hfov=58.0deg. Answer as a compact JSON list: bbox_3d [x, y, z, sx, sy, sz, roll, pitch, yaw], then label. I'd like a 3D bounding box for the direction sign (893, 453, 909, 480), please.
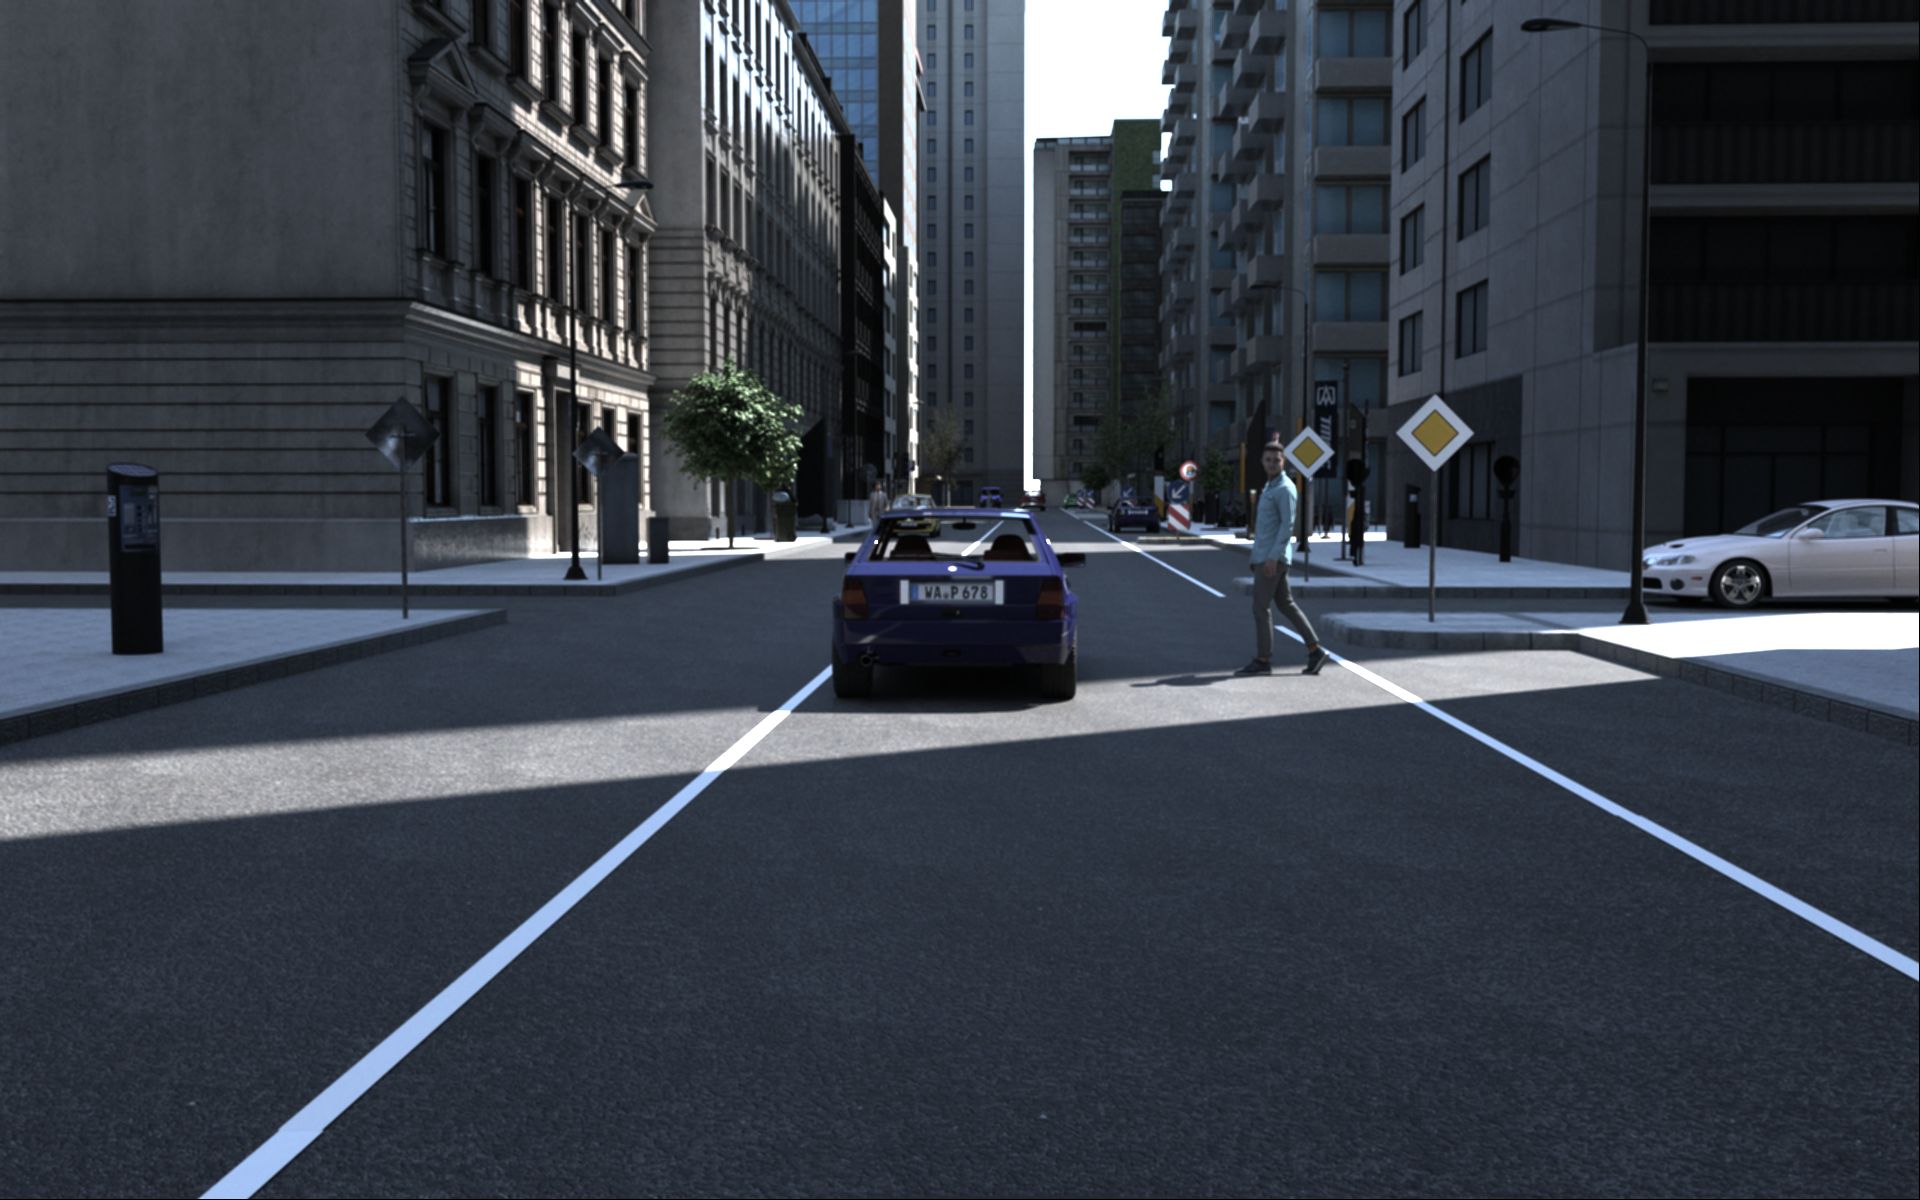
[{"bbox_3d":[-3.216,-6.307,95.119,0.876,3.537,0.379,-1,4,-11],"label":"direction sign"}]

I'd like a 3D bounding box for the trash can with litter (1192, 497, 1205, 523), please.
[{"bbox_3d":[10.873,-4.024,77.183,1.055,1.170,0.624,1,4,11],"label":"trash can with litter"}]

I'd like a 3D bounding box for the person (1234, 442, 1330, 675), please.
[{"bbox_3d":[2.550,-0.325,13.674,0.748,1.841,0.638,1,4,11],"label":"person"}]

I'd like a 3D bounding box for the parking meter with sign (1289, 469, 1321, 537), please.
[{"bbox_3d":[10.271,-3.411,52.037,0.543,3.016,1.738,-2,4,-29],"label":"parking meter with sign"}]

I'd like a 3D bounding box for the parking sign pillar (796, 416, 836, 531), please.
[{"bbox_3d":[-5.065,-4.400,60.414,1.447,3.967,1.447,3,4,36],"label":"parking sign pillar"}]

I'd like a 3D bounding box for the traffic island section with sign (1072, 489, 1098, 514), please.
[{"bbox_3d":[9.463,-7.271,127.504,1.989,1.847,2.006,0,4,2],"label":"traffic island section with sign"}]

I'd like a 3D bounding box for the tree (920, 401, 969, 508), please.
[{"bbox_3d":[-1.286,-11.394,136.647,4.360,8.622,3.978,0,3,0],"label":"tree"}]

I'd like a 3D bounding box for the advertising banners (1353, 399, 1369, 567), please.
[{"bbox_3d":[7.296,-2.155,31.429,0.090,3.025,2.074,1,4,19],"label":"advertising banners"}]

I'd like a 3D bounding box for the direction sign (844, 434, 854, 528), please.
[{"bbox_3d":[-4.228,-4.534,66.125,0.379,3.537,0.876,1,4,15],"label":"direction sign"}]

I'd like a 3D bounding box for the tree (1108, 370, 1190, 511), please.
[{"bbox_3d":[11.660,-9.354,103.292,4.737,8.622,4.395,0,3,0],"label":"tree"}]

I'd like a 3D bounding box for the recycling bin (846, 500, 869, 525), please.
[{"bbox_3d":[-4.145,-3.588,71.210,0.722,1.027,0.722,1,4,10],"label":"recycling bin"}]

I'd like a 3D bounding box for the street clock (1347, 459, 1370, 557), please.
[{"bbox_3d":[8.130,-1.892,35.509,0.471,2.002,0.358,3,5,41],"label":"street clock"}]

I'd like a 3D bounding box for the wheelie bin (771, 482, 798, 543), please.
[{"bbox_3d":[-4.676,-2.331,46.020,0.693,1.594,0.980,-1,4,-14],"label":"wheelie bin"}]

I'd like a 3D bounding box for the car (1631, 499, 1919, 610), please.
[{"bbox_3d":[11.169,-0.607,22.283,4.827,1.381,2.083,0,4,2],"label":"car"}]

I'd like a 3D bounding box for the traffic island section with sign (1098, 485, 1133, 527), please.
[{"bbox_3d":[7.310,-4.188,77.105,1.989,1.847,2.006,0,4,2],"label":"traffic island section with sign"}]

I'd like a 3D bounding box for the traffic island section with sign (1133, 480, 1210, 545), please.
[{"bbox_3d":[6.161,-2.541,50.174,1.989,1.847,2.006,0,4,2],"label":"traffic island section with sign"}]

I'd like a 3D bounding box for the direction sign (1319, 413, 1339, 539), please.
[{"bbox_3d":[10.381,-3.486,48.999,0.379,3.537,0.876,-2,4,-30],"label":"direction sign"}]

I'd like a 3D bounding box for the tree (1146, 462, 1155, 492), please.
[{"bbox_3d":[10.504,-5.833,89.968,1.663,3.219,1.824,0,3,0],"label":"tree"}]

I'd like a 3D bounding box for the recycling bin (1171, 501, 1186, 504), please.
[{"bbox_3d":[12.465,-5.297,99.167,0.722,1.027,0.722,-2,4,-31],"label":"recycling bin"}]

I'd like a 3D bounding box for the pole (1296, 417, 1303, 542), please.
[{"bbox_3d":[9.067,-3.198,46.132,0.158,3.312,0.155,0,3,0],"label":"pole"}]

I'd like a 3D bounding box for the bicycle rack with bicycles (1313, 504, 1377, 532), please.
[{"bbox_3d":[13.119,-2.833,59.696,2.852,0.926,2.925,2,4,26],"label":"bicycle rack with bicycles"}]

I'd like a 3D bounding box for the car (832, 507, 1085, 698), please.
[{"bbox_3d":[0.020,-0.057,13.516,1.945,1.354,3.894,0,4,2],"label":"car"}]

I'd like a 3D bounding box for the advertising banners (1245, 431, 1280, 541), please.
[{"bbox_3d":[8.405,-3.163,47.908,0.090,3.025,2.074,2,4,35],"label":"advertising banners"}]

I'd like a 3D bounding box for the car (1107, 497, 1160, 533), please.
[{"bbox_3d":[6.525,-3.213,65.118,1.945,1.354,3.894,0,4,1],"label":"car"}]

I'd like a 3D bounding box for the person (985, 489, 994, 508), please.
[{"bbox_3d":[1.433,-4.655,85.608,0.522,1.701,0.512,0,4,6],"label":"person"}]

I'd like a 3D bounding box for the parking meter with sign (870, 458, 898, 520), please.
[{"bbox_3d":[-4.007,-5.378,84.199,1.738,3.016,0.543,1,4,9],"label":"parking meter with sign"}]

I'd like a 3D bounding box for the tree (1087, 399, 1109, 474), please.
[{"bbox_3d":[11.747,-11.187,133.274,4.737,8.622,4.395,0,3,0],"label":"tree"}]

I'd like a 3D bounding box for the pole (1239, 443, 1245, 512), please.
[{"bbox_3d":[11.173,-4.572,68.593,0.158,3.312,0.155,0,3,0],"label":"pole"}]

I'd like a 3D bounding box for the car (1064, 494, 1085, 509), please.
[{"bbox_3d":[10.795,-9.474,163.689,1.959,1.807,4.718,0,4,1],"label":"car"}]

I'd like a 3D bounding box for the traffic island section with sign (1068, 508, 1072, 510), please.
[{"bbox_3d":[10.604,-8.918,154.435,1.989,1.847,2.006,0,4,2],"label":"traffic island section with sign"}]

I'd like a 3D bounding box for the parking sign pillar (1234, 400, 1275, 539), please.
[{"bbox_3d":[8.707,-3.778,50.239,1.447,3.967,1.447,-1,4,-8],"label":"parking sign pillar"}]

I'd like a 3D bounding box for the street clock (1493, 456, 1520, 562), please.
[{"bbox_3d":[10.311,-1.721,32.705,0.471,2.002,0.358,1,4,22],"label":"street clock"}]

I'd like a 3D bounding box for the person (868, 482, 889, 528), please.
[{"bbox_3d":[-2.403,-2.595,51.196,0.678,1.792,0.850,0,4,6],"label":"person"}]

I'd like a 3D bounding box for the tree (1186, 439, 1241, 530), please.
[{"bbox_3d":[9.047,-4.077,61.267,1.663,3.219,1.824,0,3,0],"label":"tree"}]

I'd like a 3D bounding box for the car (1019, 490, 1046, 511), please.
[{"bbox_3d":[6.182,-8.462,147.023,2.281,1.827,5.304,0,4,0],"label":"car"}]

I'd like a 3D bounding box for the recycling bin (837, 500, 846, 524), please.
[{"bbox_3d":[-4.823,-3.817,74.959,0.722,1.027,0.722,3,5,44],"label":"recycling bin"}]

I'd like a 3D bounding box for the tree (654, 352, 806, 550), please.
[{"bbox_3d":[-5.414,-3.465,40.362,4.285,4.588,4.351,0,3,0],"label":"tree"}]

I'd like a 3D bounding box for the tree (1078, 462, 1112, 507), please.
[{"bbox_3d":[13.334,-11.489,171.553,4.285,4.588,4.351,0,3,0],"label":"tree"}]

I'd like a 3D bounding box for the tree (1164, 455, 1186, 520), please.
[{"bbox_3d":[10.715,-5.524,84.923,1.663,3.219,1.824,0,3,0],"label":"tree"}]

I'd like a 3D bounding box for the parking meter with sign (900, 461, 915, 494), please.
[{"bbox_3d":[-3.201,-5.713,89.668,1.738,3.016,0.543,-2,4,-35],"label":"parking meter with sign"}]

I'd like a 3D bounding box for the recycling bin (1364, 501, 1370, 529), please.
[{"bbox_3d":[14.691,-3.132,63.763,0.722,1.027,0.722,1,4,19],"label":"recycling bin"}]

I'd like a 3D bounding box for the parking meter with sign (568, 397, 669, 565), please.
[{"bbox_3d":[-6.240,-2.168,31.713,1.738,3.016,0.543,-1,4,-22],"label":"parking meter with sign"}]

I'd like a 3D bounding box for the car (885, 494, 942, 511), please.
[{"bbox_3d":[-1.566,-2.908,57.762,2.015,1.641,3.980,0,4,2],"label":"car"}]
